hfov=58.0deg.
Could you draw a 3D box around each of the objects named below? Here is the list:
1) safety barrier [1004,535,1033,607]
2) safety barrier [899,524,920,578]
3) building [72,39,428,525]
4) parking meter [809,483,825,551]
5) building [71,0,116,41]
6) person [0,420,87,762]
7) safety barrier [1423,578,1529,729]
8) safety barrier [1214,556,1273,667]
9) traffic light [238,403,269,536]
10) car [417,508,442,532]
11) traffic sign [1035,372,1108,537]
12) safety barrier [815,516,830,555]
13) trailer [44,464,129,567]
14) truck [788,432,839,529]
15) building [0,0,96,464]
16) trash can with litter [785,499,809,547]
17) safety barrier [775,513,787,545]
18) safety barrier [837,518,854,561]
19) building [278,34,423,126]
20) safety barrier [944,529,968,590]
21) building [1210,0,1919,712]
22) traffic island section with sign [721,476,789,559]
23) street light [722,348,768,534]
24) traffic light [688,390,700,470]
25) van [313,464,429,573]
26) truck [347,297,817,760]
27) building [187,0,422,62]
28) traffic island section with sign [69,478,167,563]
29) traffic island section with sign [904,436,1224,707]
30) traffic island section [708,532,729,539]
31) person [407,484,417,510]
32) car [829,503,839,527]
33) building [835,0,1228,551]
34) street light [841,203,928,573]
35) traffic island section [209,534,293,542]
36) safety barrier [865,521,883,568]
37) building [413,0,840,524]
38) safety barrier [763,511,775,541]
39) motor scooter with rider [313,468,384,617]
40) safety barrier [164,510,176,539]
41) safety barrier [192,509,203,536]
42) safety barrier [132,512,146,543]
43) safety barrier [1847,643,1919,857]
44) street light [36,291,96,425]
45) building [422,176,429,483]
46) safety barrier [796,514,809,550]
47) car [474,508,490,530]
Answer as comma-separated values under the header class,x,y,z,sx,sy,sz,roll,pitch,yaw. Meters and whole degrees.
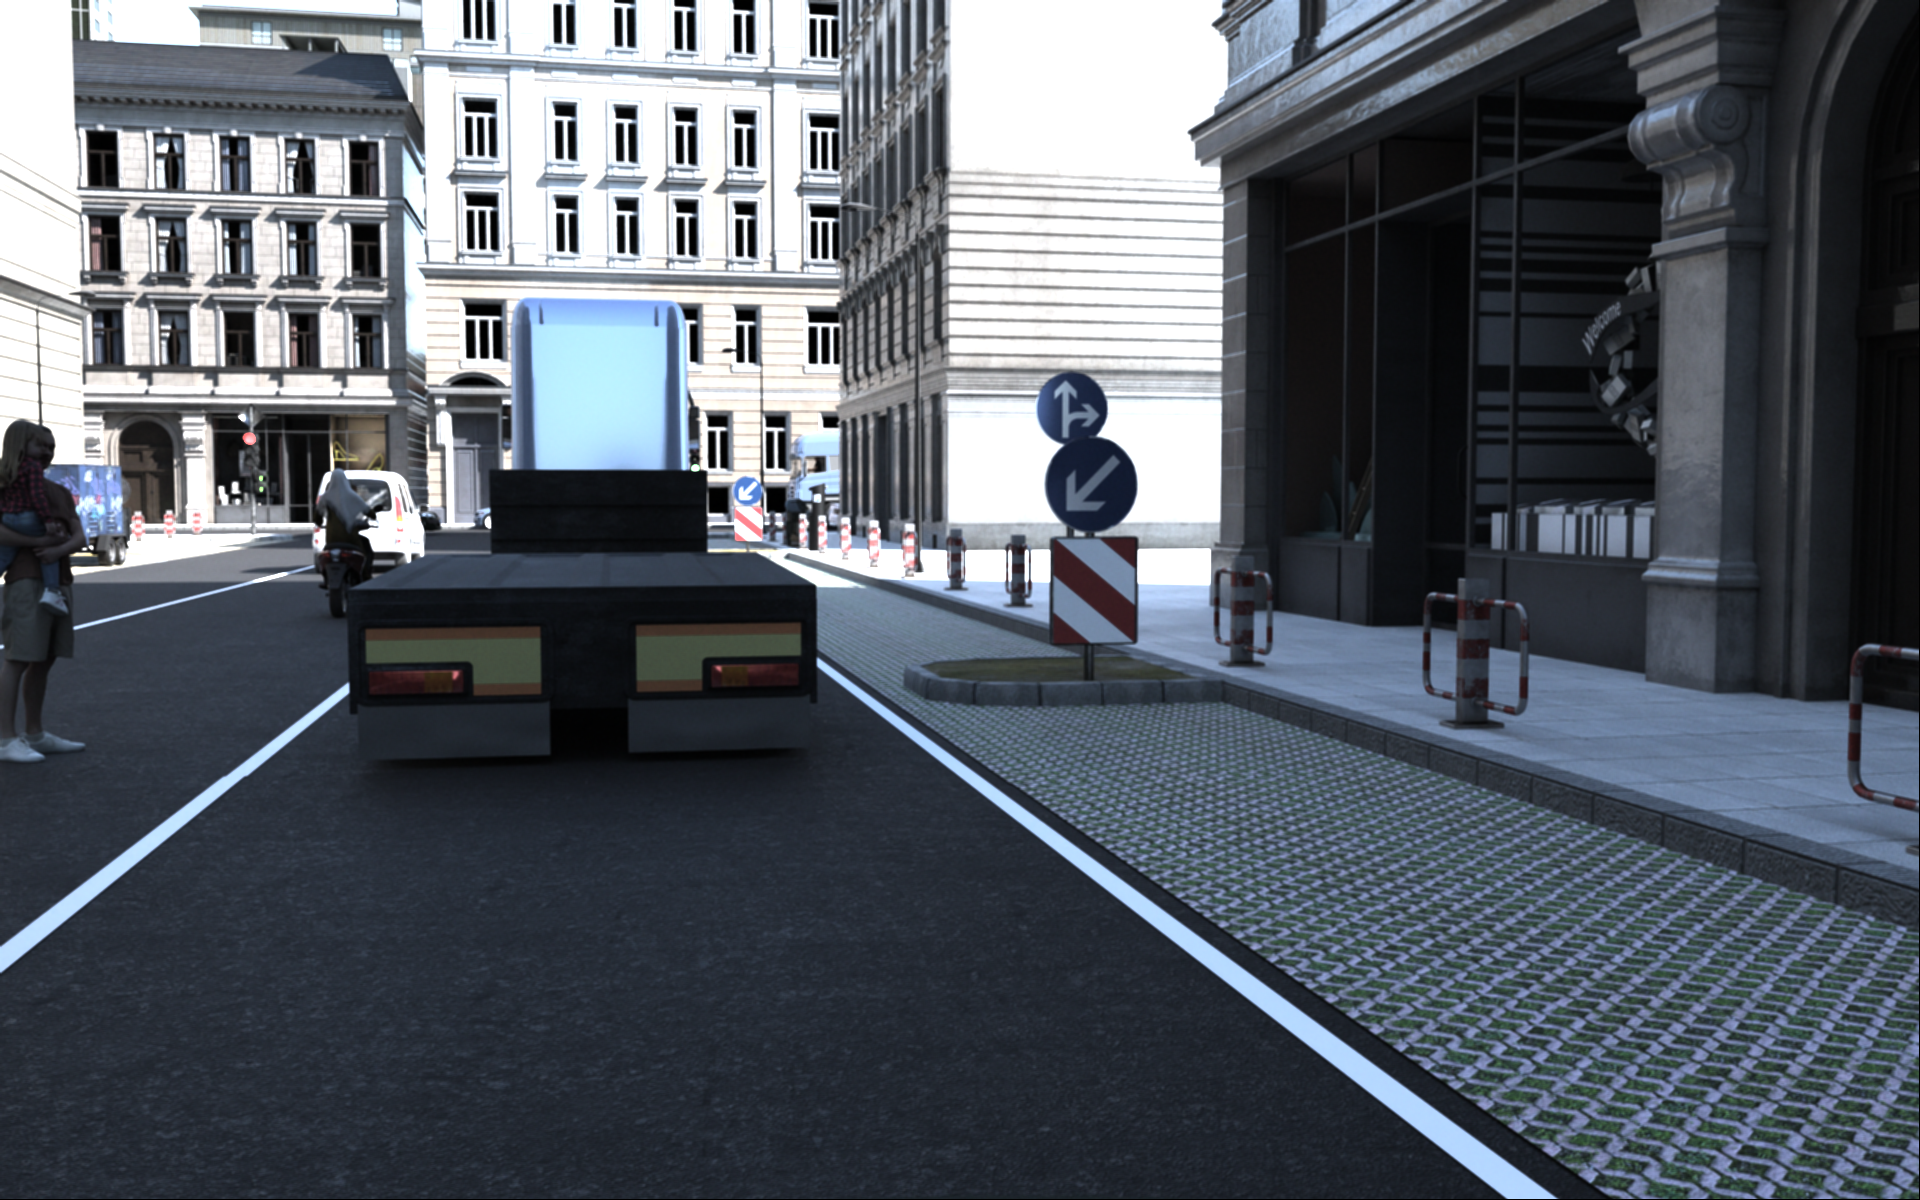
class,x,y,z,sx,sy,sz,roll,pitch,yaw
safety barrier,0.663,-0.334,19.732,0.300,0.817,1.120,-1,4,-12
safety barrier,-0.775,-0.751,26.549,0.300,0.817,1.120,-1,4,-12
building,-43.798,-13.625,73.681,40.483,20.767,10.553,-1,4,-12
parking meter,-3.217,-1.867,38.935,0.372,1.533,0.369,0,3,0
building,-121.948,-48.033,223.590,20.611,71.187,20.563,-1,4,-12
person,-5.036,-0.056,9.386,0.573,1.828,0.580,-2,4,-32
safety barrier,2.821,0.290,9.526,0.300,0.817,1.120,-1,4,-12
safety barrier,2.107,0.083,12.926,0.300,0.817,1.120,-1,4,-12
traffic light,-21.812,-3.945,53.426,0.839,4.253,0.868,-1,4,-12
car,-20.329,-3.107,60.581,4.222,1.686,2.009,-1,4,-10
traffic sign,1.163,-1.107,18.201,0.768,2.556,0.104,0,4,-5
safety barrier,-2.927,-1.374,36.747,0.300,0.817,1.120,-1,4,-12
trailer,-17.263,-1.614,33.439,1.471,1.999,3.904,-1,4,-10
truck,1.568,-5.069,72.643,18.799,4.110,2.967,-1,4,-13
building,-37.893,-12.637,39.901,30.059,22.955,16.112,-1,4,-12
trash can with litter,-3.916,-1.876,42.054,0.624,1.170,1.055,-1,4,-12
safety barrier,-4.372,-1.791,43.552,0.300,0.817,1.120,-1,4,-12
safety barrier,-2.209,-1.167,33.349,0.300,0.817,1.120,-1,4,-12
building,-53.697,-29.035,158.323,14.154,41.232,14.086,-1,4,-12
safety barrier,-0.053,-0.542,23.141,0.300,0.817,1.120,-1,4,-12
building,7.480,-10.271,18.844,10.553,20.767,40.483,-1,4,-12
traffic island section with sign,-4.938,-1.855,38.952,1.989,1.847,2.006,-1,4,-12
street light,-6.876,-5.067,55.388,1.470,5.913,1.316,-1,4,-12
traffic light,-10.672,-4.953,55.644,4.771,5.953,1.251,-1,4,-12
van,-11.159,-1.579,32.823,2.013,2.044,4.112,-1,4,-12
truck,-3.808,-1.741,18.217,2.967,4.110,18.799,-1,4,-11
building,-68.595,-36.757,190.213,27.495,52.752,28.713,-1,4,-12
traffic island section with sign,-17.945,-1.710,36.581,1.989,1.847,2.006,-1,4,-12
traffic island section with sign,0.642,-0.242,12.578,1.989,1.847,2.006,-1,4,-12
traffic island section,-8.602,-2.083,56.337,2.009,0.180,2.903,-1,4,-12
person,-18.208,-2.955,56.986,0.661,1.801,0.590,-2,4,-25
car,-2.408,-3.131,63.547,4.827,1.381,2.083,-1,4,-10
building,2.437,-12.161,47.987,9.793,20.994,18.267,-1,4,-12
street light,-1.216,-3.387,27.916,1.470,5.913,1.316,-1,4,-12
traffic island section,-21.853,-1.913,53.552,2.009,0.180,2.903,-1,4,-12
safety barrier,-1.492,-0.959,29.948,0.300,0.817,1.120,-1,4,-12
building,-14.296,-18.010,80.369,20.117,28.700,13.634,-1,4,-12
safety barrier,-5.084,-1.999,46.952,0.300,0.817,1.120,-1,4,-12
motor scooter with rider,-7.327,-0.723,20.787,0.876,1.779,1.986,-1,4,-10
safety barrier,-22.509,-2.144,49.324,0.300,0.817,1.120,-1,4,-12
safety barrier,-23.230,-2.352,52.735,0.300,0.817,1.120,-1,4,-12
safety barrier,-21.784,-1.936,45.922,0.300,0.817,1.120,-1,4,-12
safety barrier,3.543,0.499,6.113,0.300,0.817,1.120,-1,4,-12
street light,-20.450,-4.103,39.630,1.470,5.913,1.316,-1,4,-12
building,-51.077,-22.821,144.824,14.160,30.474,14.107,-1,4,-12
safety barrier,-3.648,-1.583,40.152,0.300,0.817,1.120,-1,4,-12
car,-17.506,-3.584,70.603,4.499,1.417,2.014,-1,4,-12
